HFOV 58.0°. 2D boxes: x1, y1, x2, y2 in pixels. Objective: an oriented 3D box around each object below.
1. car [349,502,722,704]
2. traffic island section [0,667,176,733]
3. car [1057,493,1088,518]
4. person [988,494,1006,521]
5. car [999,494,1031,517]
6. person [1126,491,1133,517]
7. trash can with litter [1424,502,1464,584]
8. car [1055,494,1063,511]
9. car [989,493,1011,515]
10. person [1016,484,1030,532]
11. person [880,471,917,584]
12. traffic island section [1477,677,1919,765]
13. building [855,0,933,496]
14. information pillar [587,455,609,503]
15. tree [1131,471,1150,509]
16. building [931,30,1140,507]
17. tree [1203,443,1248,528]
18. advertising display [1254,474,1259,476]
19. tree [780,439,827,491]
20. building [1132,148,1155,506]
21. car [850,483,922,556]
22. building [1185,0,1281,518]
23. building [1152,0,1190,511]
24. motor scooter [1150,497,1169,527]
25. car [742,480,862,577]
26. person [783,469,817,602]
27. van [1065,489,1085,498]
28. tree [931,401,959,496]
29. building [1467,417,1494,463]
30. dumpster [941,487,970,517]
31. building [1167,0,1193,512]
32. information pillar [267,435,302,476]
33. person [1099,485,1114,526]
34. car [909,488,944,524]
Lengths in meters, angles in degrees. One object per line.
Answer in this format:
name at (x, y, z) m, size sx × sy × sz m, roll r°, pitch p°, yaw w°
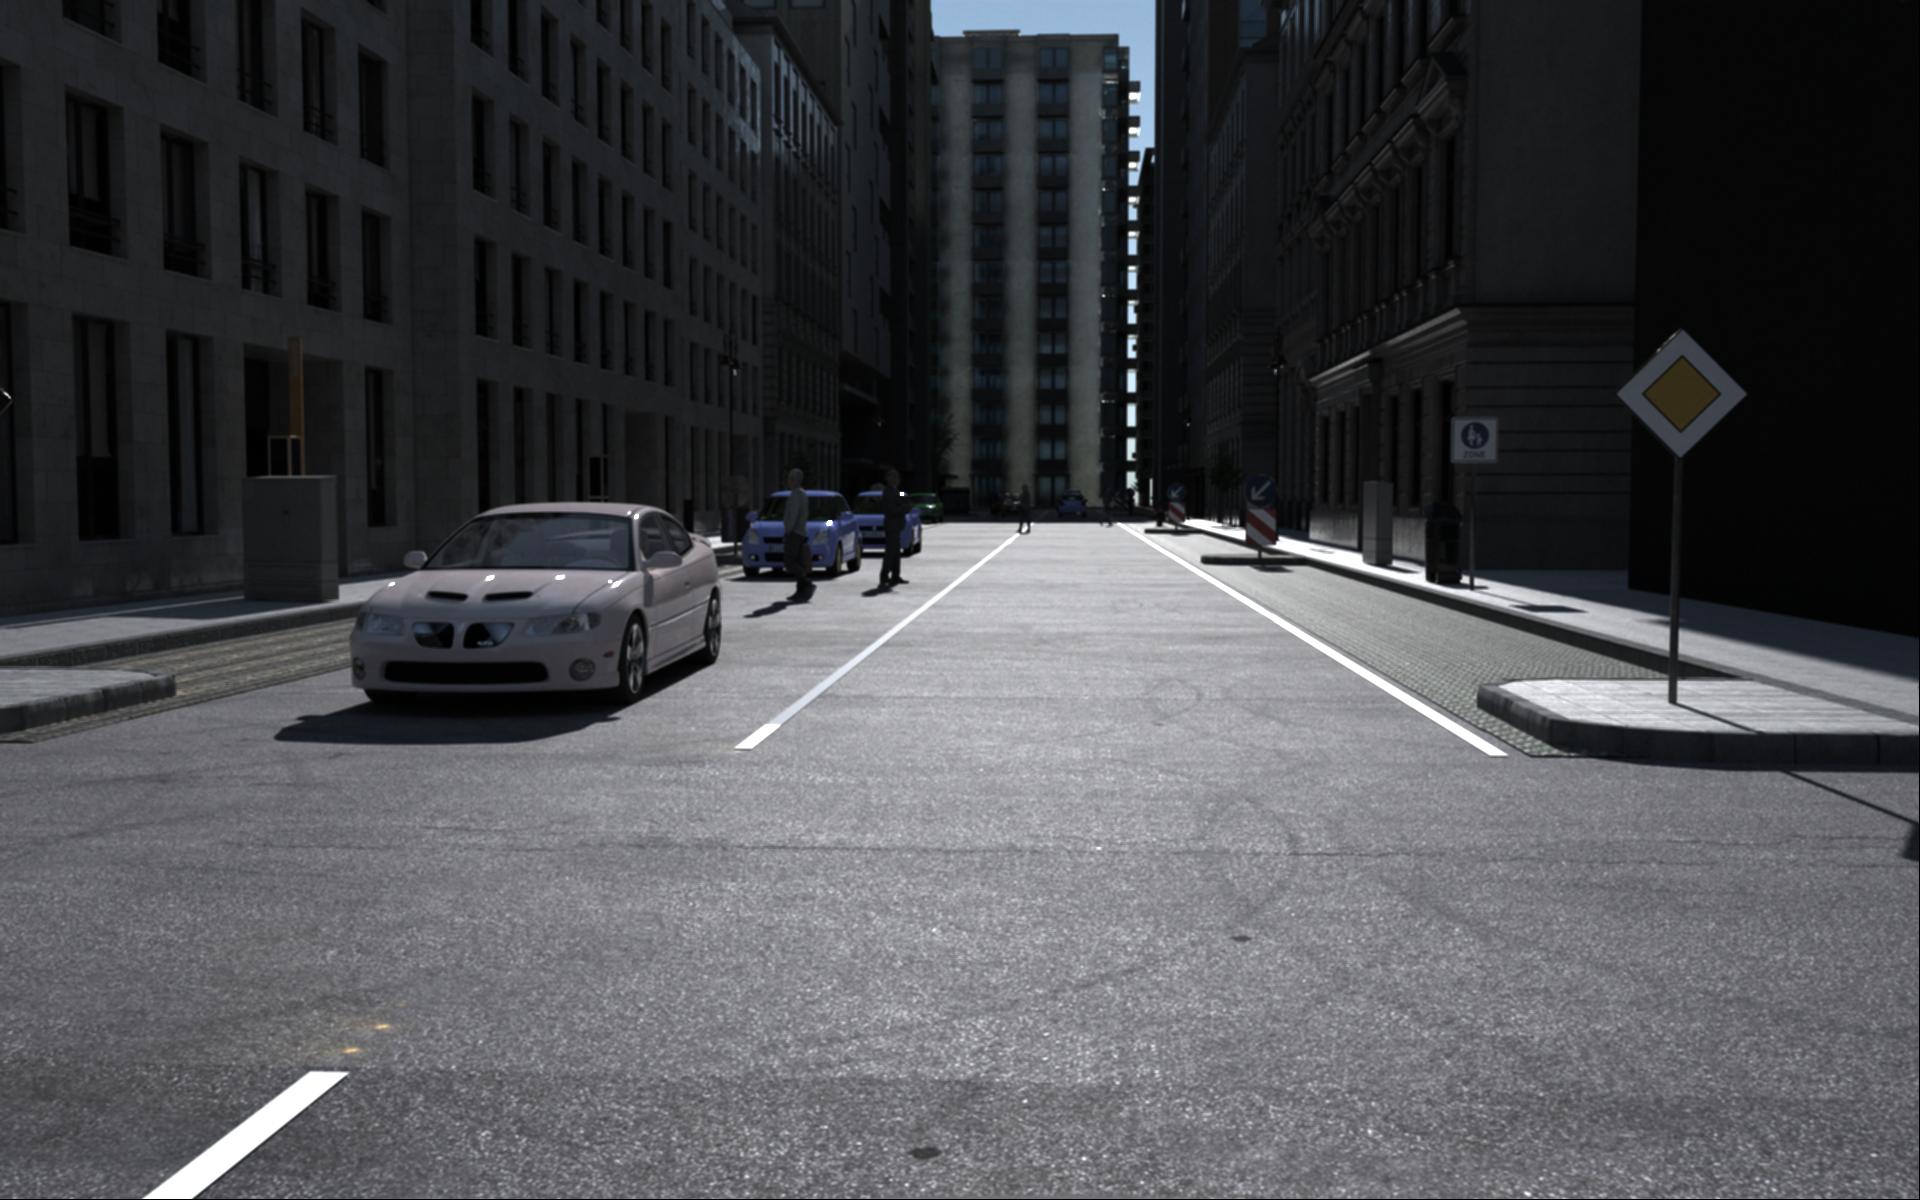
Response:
car at (-3.056, -0.060, 13.348) m, size 2.083 × 1.381 × 4.827 m, roll 0°, pitch 4°, yaw 3°
traffic island section at (-6.572, 0.669, 11.349) m, size 2.009 × 0.180 × 2.903 m, roll 0°, pitch 4°, yaw 4°
car at (6.904, -5.926, 106.483) m, size 1.945 × 1.707 × 3.694 m, roll 0°, pitch 4°, yaw 3°
person at (1.984, -5.020, 93.837) m, size 1.065 × 1.426 × 0.557 m, roll -2°, pitch 4°, yaw -25°
car at (3.464, -6.029, 108.798) m, size 2.015 × 1.641 × 3.980 m, roll 0°, pitch 4°, yaw 3°
person at (10.754, -6.100, 109.712) m, size 0.415 × 1.643 × 0.593 m, roll 0°, pitch 4°, yaw 3°
trash can with litter at (7.086, -0.839, 25.108) m, size 0.624 × 1.170 × 1.055 m, roll 0°, pitch 4°, yaw 3°
car at (8.888, -8.255, 143.759) m, size 1.959 × 1.807 × 4.718 m, roll 0°, pitch 4°, yaw 3°
car at (3.068, -6.701, 118.602) m, size 2.155 × 1.783 × 4.494 m, roll 0°, pitch 4°, yaw 4°
person at (2.402, -3.438, 64.892) m, size 0.526 × 1.800 × 0.537 m, roll -2°, pitch 4°, yaw -24°
person at (-0.990, -1.154, 27.547) m, size 0.590 × 1.801 × 0.661 m, roll -1°, pitch 4°, yaw -9°
traffic island section at (4.397, 0.711, 10.649) m, size 2.009 × 0.180 × 2.903 m, roll 0°, pitch 4°, yaw 4°
building at (-9.490, -26.742, 120.823) m, size 14.154 × 41.232 × 14.086 m, roll 0°, pitch 4°, yaw 4°
information pillar at (-6.843, -1.732, 32.812) m, size 0.304 × 2.012 × 0.304 m, roll 1°, pitch 4°, yaw 11°
tree at (15.187, -9.267, 146.124) m, size 1.663 × 3.219 × 1.824 m, roll 0°, pitch 3°, yaw 0°
building at (3.321, -34.386, 181.817) m, size 30.456 × 49.044 × 23.786 m, roll 0°, pitch 4°, yaw 4°
tree at (10.168, -4.364, 65.957) m, size 1.663 × 3.219 × 1.824 m, roll 0°, pitch 3°, yaw 0°
advertising display at (9.716, -3.143, 56.605) m, size 0.123 × 1.923 × 0.974 m, roll 0°, pitch 4°, yaw 3°
tree at (-5.527, -4.085, 61.390) m, size 1.663 × 3.219 × 1.824 m, roll 0°, pitch 3°, yaw 0°
building at (30.757, -30.134, 184.565) m, size 23.993 × 40.220 × 32.217 m, roll 0°, pitch 4°, yaw 4°
car at (-1.866, -1.951, 41.489) m, size 1.945 × 1.707 × 3.694 m, roll 0°, pitch 4°, yaw 3°
building at (19.734, -27.091, 93.047) m, size 14.600 × 45.320 × 14.200 m, roll 0°, pitch 4°, yaw 4°
building at (26.789, -36.860, 144.656) m, size 21.231 × 58.520 × 28.212 m, roll 0°, pitch 4°, yaw 4°
motor scooter at (8.831, -3.904, 76.608) m, size 0.815 × 1.314 × 1.986 m, roll 0°, pitch 4°, yaw 4°
car at (-2.824, -1.325, 31.253) m, size 1.945 × 1.707 × 3.694 m, roll 0°, pitch 4°, yaw 5°
person at (-2.153, -0.881, 23.387) m, size 0.515 × 1.767 × 0.782 m, roll 0°, pitch 4°, yaw 4°
van at (10.175, -9.087, 155.586) m, size 2.013 × 2.044 × 4.112 m, roll 0°, pitch 4°, yaw 6°
tree at (-2.066, -11.364, 136.155) m, size 4.360 × 8.622 × 3.978 m, roll 0°, pitch 3°, yaw 0°
building at (52.925, -23.189, 150.845) m, size 14.107 × 30.474 × 14.160 m, roll 0°, pitch 4°, yaw 4°
dumpster at (-0.290, -6.131, 108.453) m, size 1.865 × 1.857 × 1.264 m, roll 0°, pitch 4°, yaw 4°
building at (26.391, -30.324, 115.408) m, size 23.786 × 49.044 × 30.456 m, roll 0°, pitch 4°, yaw 4°
information pillar at (-8.515, -1.064, 21.893) m, size 0.304 × 2.012 × 0.304 m, roll 0°, pitch 4°, yaw 7°
person at (6.667, -4.290, 78.671) m, size 0.654 × 1.822 × 0.581 m, roll 1°, pitch 4°, yaw 20°
car at (-1.821, -4.627, 84.447) m, size 1.959 × 1.807 × 4.718 m, roll 0°, pitch 4°, yaw 5°
